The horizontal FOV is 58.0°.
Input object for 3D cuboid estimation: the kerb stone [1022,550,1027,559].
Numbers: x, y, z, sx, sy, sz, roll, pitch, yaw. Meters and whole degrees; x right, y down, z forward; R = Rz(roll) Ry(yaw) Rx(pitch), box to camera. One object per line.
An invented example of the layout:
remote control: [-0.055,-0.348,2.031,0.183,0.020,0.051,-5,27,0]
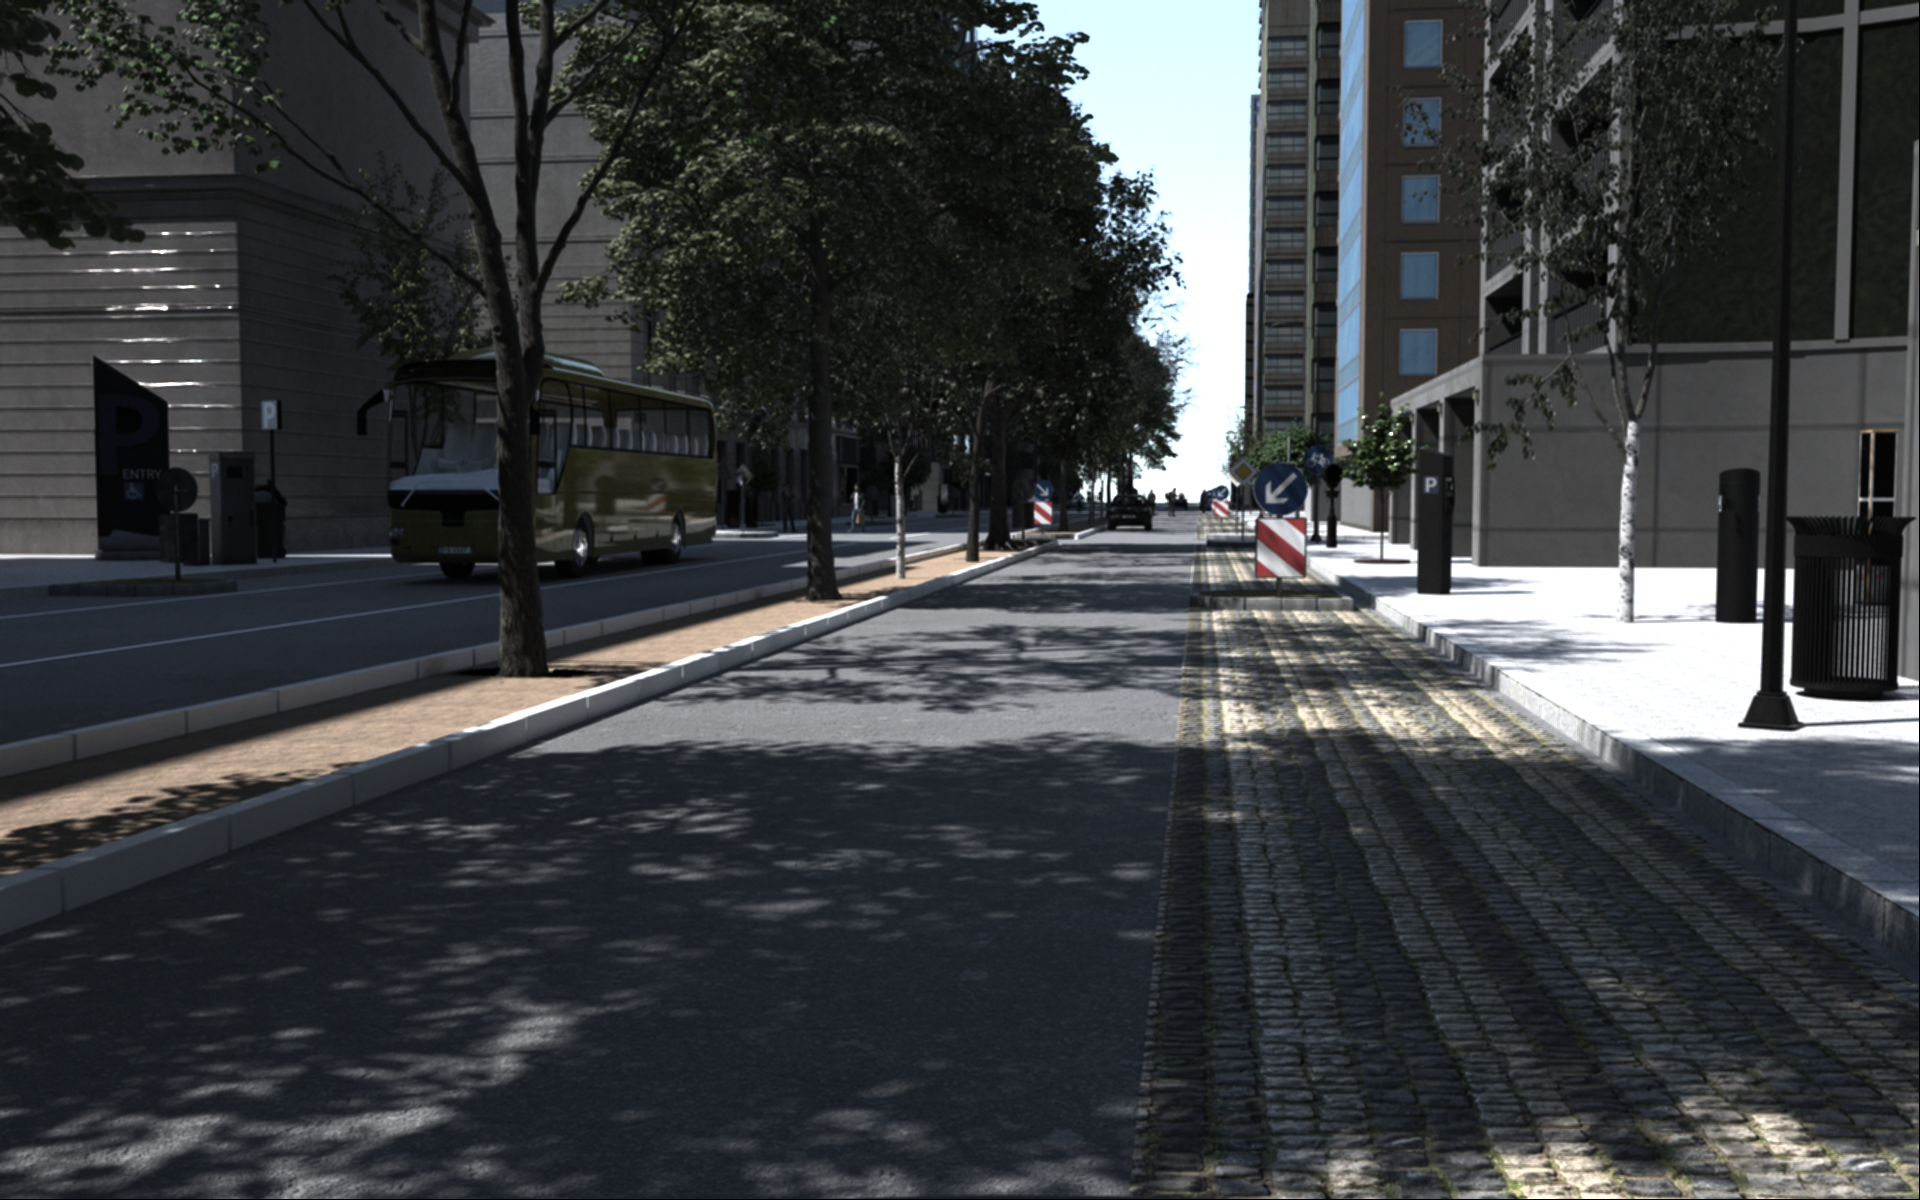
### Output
kerb stone: [1.305,-0.963,37.951,0.120,0.150,1.000,0,4,8]

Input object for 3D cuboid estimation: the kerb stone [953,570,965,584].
kerb stone: [-0.094,-0.342,27.782,0.120,0.150,1.000,0,4,8]

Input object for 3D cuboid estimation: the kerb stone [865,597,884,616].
kerb stone: [-1.085,0.096,20.656,0.120,0.150,1.000,0,4,8]

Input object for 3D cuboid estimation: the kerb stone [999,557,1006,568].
kerb stone: [0.742,-0.709,33.873,0.120,0.150,1.000,0,4,8]

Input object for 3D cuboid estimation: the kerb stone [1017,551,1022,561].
kerb stone: [1.166,-0.901,36.928,0.120,0.150,1.000,0,4,8]

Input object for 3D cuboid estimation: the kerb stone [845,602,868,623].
kerb stone: [-1.226,0.156,19.642,0.120,0.150,1.000,0,4,8]

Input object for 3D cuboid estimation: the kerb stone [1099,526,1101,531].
kerb stone: [5.177,-2.672,65.888,0.120,0.150,1.000,0,4,8]

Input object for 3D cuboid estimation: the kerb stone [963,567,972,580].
kerb stone: [0.038,-0.404,28.795,0.120,0.150,1.000,0,4,8]

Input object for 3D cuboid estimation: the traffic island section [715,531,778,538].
traffic island section: [-7.228,-2.157,57.554,2.009,0.180,2.903,0,4,8]

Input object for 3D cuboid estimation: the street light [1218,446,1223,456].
street light: [25.947,-11.917,167.390,1.470,5.913,1.316,0,4,8]

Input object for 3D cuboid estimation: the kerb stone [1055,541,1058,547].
kerb stone: [2.435,-1.460,46.073,0.120,0.150,1.000,0,4,8]

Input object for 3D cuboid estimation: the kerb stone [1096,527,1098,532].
kerb stone: [4.902,-2.548,63.859,0.120,0.150,1.000,0,4,8]

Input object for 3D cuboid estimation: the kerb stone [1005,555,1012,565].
kerb stone: [0.876,-0.773,34.896,0.120,0.150,1.000,0,4,8]

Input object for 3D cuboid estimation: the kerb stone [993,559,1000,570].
kerb stone: [0.600,-0.652,32.856,0.120,0.150,1.000,0,4,8]

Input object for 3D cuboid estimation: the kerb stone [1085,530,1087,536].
kerb stone: [4.049,-2.171,57.763,0.120,0.150,1.000,0,4,8]

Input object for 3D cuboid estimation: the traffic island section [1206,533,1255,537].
traffic island section: [8.859,-2.021,55.328,2.009,0.180,2.903,0,4,8]

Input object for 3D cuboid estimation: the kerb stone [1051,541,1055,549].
kerb stone: [2.294,-1.391,45.051,0.120,0.150,1.000,0,4,8]

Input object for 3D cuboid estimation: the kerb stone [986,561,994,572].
kerb stone: [0.453,-0.590,31.836,0.120,0.150,1.000,0,4,8]

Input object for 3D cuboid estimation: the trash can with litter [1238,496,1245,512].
trash can with litter: [20.771,-7.109,127.619,0.624,1.170,1.055,-1,4,-10]

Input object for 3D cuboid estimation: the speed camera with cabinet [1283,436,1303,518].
speed camera with cabinet: [11.241,-3.935,58.671,0.660,3.252,2.038,1,4,18]

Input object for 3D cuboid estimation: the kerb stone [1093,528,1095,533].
kerb stone: [4.623,-2.424,61.829,0.120,0.150,1.000,0,4,8]

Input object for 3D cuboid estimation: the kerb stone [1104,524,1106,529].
kerb stone: [5.605,-2.857,68.932,0.120,0.150,1.000,0,4,8]

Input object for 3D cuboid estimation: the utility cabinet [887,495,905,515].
utility cabinet: [-3.908,-5.789,105.817,1.020,1.237,0.306,-2,4,-24]

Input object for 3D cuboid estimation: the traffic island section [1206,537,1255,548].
traffic island section: [7.763,-1.537,47.418,2.009,0.180,2.903,0,4,8]

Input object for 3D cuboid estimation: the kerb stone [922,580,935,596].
kerb stone: [-0.522,-0.147,24.735,0.120,0.150,1.000,0,4,8]

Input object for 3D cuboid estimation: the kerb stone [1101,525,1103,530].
kerb stone: [5.328,-2.733,66.899,0.120,0.150,1.000,0,4,8]

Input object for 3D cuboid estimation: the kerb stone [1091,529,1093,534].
kerb stone: [4.481,-2.362,60.807,0.120,0.150,1.000,0,4,8]

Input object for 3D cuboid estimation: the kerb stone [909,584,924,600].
kerb stone: [-0.662,-0.087,23.708,0.120,0.150,1.000,0,4,8]

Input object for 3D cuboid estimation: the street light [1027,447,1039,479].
street light: [7.202,-12.190,171.848,1.470,5.913,1.316,0,4,8]

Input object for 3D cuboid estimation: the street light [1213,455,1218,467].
street light: [31.060,-14.221,205.050,1.470,5.913,1.316,0,4,8]

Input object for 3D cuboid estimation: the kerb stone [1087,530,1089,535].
kerb stone: [4.189,-2.237,58.775,0.120,0.150,1.000,0,4,8]

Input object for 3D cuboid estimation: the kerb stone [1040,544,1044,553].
kerb stone: [1.872,-1.212,42.012,0.120,0.150,1.000,0,4,8]

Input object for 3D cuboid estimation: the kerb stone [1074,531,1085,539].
kerb stone: [3.916,-2.113,56.747,0.120,0.150,1.000,0,4,8]

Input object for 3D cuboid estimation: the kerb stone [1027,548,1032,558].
kerb stone: [1.452,-1.025,38.963,0.120,0.150,1.000,0,4,8]

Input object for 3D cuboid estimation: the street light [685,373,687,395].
street light: [-8.595,-5.207,57.679,1.470,5.913,1.316,0,4,8]

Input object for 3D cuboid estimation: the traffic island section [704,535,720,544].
traffic island section: [-8.324,-1.674,49.645,2.009,0.180,2.903,0,4,8]

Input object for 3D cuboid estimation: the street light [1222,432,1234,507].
street light: [20.529,-9.578,129.135,1.470,5.913,1.316,0,4,8]

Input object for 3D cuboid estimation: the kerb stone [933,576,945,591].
kerb stone: [-0.389,-0.214,25.748,0.120,0.150,1.000,0,4,8]

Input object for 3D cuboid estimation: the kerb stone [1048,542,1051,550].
kerb stone: [2.152,-1.333,44.038,0.120,0.150,1.000,0,4,8]

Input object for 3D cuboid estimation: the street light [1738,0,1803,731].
street light: [3.937,-2.258,9.454,1.470,5.913,1.316,0,4,8]

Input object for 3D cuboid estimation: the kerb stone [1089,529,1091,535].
kerb stone: [4.332,-2.299,59.787,0.120,0.150,1.000,0,4,8]

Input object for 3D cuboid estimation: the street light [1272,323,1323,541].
street light: [9.165,-4.560,47.098,1.470,5.913,1.316,0,4,8]

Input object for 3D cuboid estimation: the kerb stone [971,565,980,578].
kerb stone: [0.174,-0.466,29.809,0.120,0.150,1.000,0,4,8]

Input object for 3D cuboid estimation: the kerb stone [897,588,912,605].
kerb stone: [-0.805,-0.025,22.695,0.120,0.150,1.000,0,4,8]

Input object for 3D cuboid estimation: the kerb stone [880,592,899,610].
kerb stone: [-0.941,0.032,21.677,0.120,0.150,1.000,0,4,8]

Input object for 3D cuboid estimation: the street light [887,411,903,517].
street light: [-3.357,-7.542,95.846,1.470,5.913,1.316,0,4,8]

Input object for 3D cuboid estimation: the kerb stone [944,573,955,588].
kerb stone: [-0.249,-0.280,26.767,0.120,0.150,1.000,0,4,8]

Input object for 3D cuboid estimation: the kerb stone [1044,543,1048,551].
kerb stone: [2.014,-1.269,43.025,0.120,0.150,1.000,0,4,8]

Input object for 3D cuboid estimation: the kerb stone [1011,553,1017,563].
kerb stone: [1.026,-0.838,35.916,0.120,0.150,1.000,0,4,8]

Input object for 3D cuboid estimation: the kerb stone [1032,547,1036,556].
kerb stone: [1.588,-1.087,39.976,0.120,0.150,1.000,0,4,8]

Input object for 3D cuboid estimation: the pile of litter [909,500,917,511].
pile of litter: [-3.866,-7.107,130.169,1.176,0.858,1.719,-2,4,-29]

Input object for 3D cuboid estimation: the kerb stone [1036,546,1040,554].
kerb stone: [1.733,-1.150,40.995,0.120,0.150,1.000,0,4,8]

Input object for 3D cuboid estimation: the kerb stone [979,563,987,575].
kerb stone: [0.320,-0.528,30.821,0.120,0.150,1.000,0,4,8]

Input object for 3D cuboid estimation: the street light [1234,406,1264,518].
street light: [15.382,-7.275,91.479,1.470,5.913,1.316,0,4,8]
